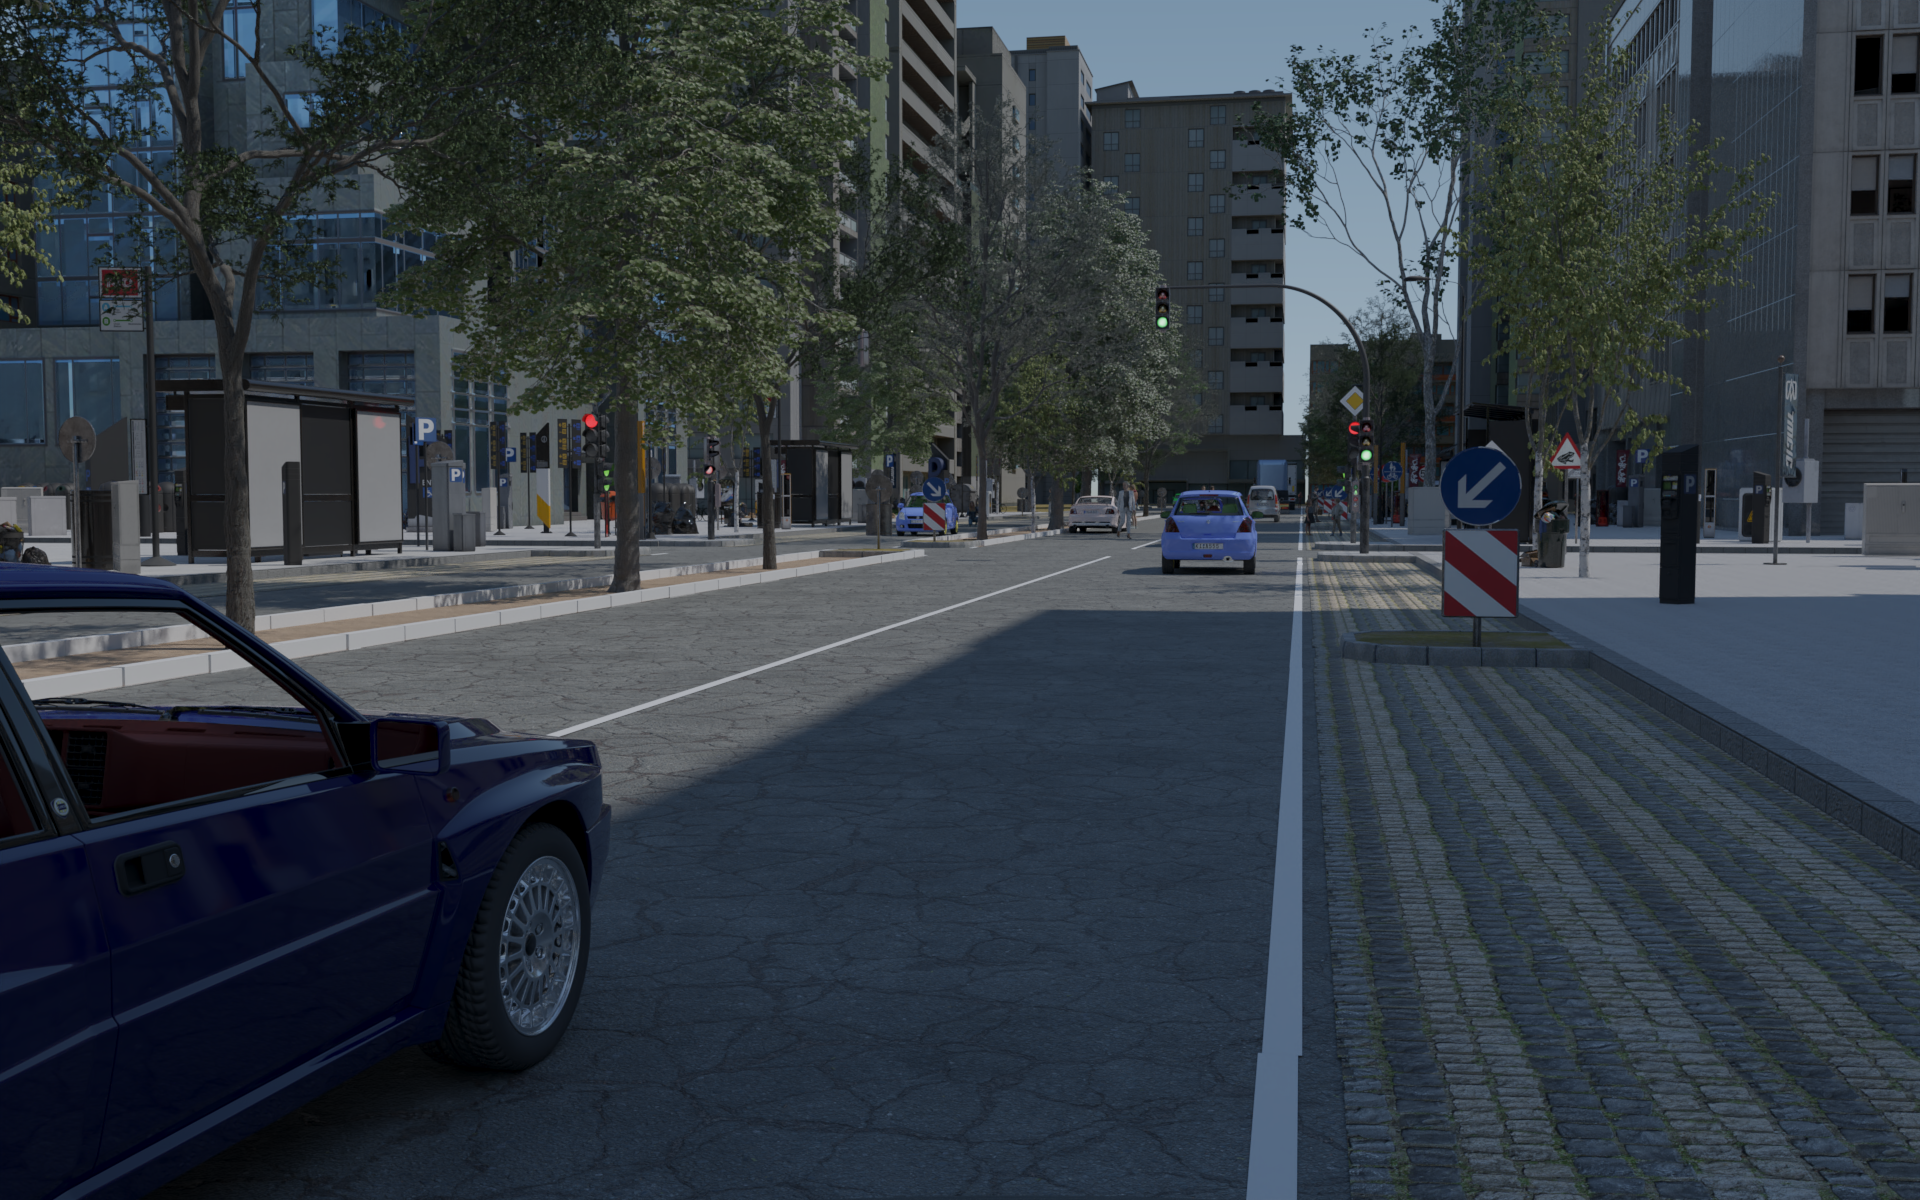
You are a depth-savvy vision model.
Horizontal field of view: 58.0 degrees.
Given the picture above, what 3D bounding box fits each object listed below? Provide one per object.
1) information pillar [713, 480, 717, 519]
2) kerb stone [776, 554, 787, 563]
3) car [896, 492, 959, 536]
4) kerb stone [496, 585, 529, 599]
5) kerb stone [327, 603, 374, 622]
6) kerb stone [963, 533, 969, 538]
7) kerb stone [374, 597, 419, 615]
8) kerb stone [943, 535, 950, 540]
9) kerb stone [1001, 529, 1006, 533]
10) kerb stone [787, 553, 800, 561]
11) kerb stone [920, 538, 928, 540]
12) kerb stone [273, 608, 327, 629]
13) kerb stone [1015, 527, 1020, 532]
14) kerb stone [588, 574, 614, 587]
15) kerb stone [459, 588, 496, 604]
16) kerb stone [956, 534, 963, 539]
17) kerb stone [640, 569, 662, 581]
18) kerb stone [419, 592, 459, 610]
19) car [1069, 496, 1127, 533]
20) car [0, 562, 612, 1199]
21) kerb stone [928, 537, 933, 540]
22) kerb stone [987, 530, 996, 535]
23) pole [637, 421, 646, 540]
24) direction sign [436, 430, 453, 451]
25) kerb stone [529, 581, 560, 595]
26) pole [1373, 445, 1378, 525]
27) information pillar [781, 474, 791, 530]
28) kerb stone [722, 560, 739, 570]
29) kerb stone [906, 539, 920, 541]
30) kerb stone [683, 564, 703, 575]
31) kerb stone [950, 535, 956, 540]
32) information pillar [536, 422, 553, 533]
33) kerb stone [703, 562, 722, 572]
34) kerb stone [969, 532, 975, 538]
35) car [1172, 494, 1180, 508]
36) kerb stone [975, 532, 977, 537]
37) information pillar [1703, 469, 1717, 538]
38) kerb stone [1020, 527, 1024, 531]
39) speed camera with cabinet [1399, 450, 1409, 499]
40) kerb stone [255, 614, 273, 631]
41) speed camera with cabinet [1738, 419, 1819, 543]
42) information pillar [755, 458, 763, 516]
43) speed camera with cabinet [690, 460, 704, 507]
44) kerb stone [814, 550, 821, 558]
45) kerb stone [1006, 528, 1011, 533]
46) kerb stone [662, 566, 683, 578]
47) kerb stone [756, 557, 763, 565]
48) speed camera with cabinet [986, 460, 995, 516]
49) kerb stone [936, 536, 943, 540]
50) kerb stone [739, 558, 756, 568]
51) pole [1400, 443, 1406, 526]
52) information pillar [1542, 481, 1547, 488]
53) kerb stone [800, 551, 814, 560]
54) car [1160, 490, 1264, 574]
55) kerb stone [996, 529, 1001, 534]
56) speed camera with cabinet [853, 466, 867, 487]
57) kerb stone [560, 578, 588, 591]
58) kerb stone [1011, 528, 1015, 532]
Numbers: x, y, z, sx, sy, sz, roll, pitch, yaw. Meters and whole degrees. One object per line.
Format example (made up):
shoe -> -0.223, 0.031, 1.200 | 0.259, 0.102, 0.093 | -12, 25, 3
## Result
information pillar -> -12.917, -5.276, 90.750 | 0.304, 2.012, 0.304 | -1, 4, -21
kerb stone -> -3.847, -0.829, 35.844 | 0.120, 0.150, 1.000 | 1, 4, 11
car -> -1.126, -3.083, 59.992 | 1.945, 1.707, 3.694 | 1, 4, 9
kerb stone -> -6.233, -0.098, 23.797 | 0.120, 0.150, 1.000 | 1, 4, 11
kerb stone -> -7.033, 0.148, 19.772 | 0.120, 0.150, 1.000 | 1, 4, 11
kerb stone -> 0.047, -2.038, 55.556 | 0.120, 0.150, 1.000 | 1, 4, 11
kerb stone -> -6.828, 0.093, 20.775 | 0.120, 0.150, 1.000 | 1, 4, 11
kerb stone -> -0.553, -1.855, 52.529 | 0.120, 0.150, 1.000 | 1, 4, 11
kerb stone -> 1.431, -2.470, 62.581 | 0.120, 0.150, 1.000 | 1, 4, 11
kerb stone -> -3.651, -0.896, 36.847 | 0.120, 0.150, 1.000 | 1, 4, 11
kerb stone -> -1.150, -1.671, 49.517 | 0.120, 0.150, 1.000 | 1, 4, 11
kerb stone -> -7.223, 0.211, 18.761 | 0.120, 0.150, 1.000 | 1, 4, 11
kerb stone -> 2.027, -2.655, 65.599 | 0.120, 0.150, 1.000 | 1, 4, 11
kerb stone -> -5.638, -0.275, 26.807 | 0.120, 0.150, 1.000 | 1, 4, 11
kerb stone -> -6.429, -0.037, 22.794 | 0.120, 0.150, 1.000 | 1, 4, 11
kerb stone -> -0.146, -1.979, 54.549 | 0.120, 0.150, 1.000 | 1, 4, 11
kerb stone -> -5.240, -0.405, 28.811 | 0.120, 0.150, 1.000 | 1, 4, 11
kerb stone -> -6.633, 0.025, 21.793 | 0.120, 0.150, 1.000 | 1, 4, 11
car -> 5.185, -3.199, 64.668 | 2.083, 1.381, 4.827 | 1, 4, 11
car -> -2.134, 0.564, 3.361 | 1.945, 1.354, 3.894 | 1, 4, 13
kerb stone -> -0.951, -1.727, 50.520 | 0.120, 0.150, 1.000 | 1, 4, 11
kerb stone -> 1.039, -2.347, 60.574 | 0.120, 0.150, 1.000 | 1, 4, 11
pole -> -8.882, -3.331, 48.313 | 0.158, 3.312, 0.155 | 0, 3, 0
direction sign -> -18.303, -4.241, 61.341 | 0.876, 3.537, 0.379 | 2, 4, 25
kerb stone -> -6.032, -0.156, 24.799 | 0.120, 0.150, 1.000 | 1, 4, 11
pole -> 17.402, -4.811, 72.499 | 0.158, 3.312, 0.155 | 0, 3, 0
information pillar -> -6.301, -3.559, 62.689 | 0.304, 2.012, 0.304 | -1, 4, -18
kerb stone -> -4.448, -0.651, 32.832 | 0.120, 0.150, 1.000 | 1, 4, 11
kerb stone -> -1.350, -1.606, 48.501 | 0.120, 0.150, 1.000 | 1, 4, 11
kerb stone -> -4.846, -0.527, 30.823 | 0.120, 0.150, 1.000 | 1, 4, 11
kerb stone -> -0.347, -1.912, 53.540 | 0.120, 0.150, 1.000 | 1, 4, 11
information pillar -> -13.594, -3.987, 56.542 | 0.504, 3.616, 0.183 | 1, 4, 22
kerb stone -> -4.641, -0.587, 31.828 | 0.120, 0.150, 1.000 | 1, 4, 11
kerb stone -> 0.247, -2.100, 56.559 | 0.120, 0.150, 1.000 | 1, 4, 11
car -> 23.499, -10.685, 183.491 | 1.959, 1.807, 4.718 | 1, 4, 10
kerb stone -> 0.439, -2.163, 57.563 | 0.120, 0.150, 1.000 | 1, 4, 11
information pillar -> 21.802, -2.805, 50.358 | 0.304, 2.012, 0.304 | 1, 4, 22
kerb stone -> 2.230, -2.713, 66.608 | 0.120, 0.150, 1.000 | 1, 4, 11
speed camera with cabinet -> 20.452, -5.035, 76.657 | 0.660, 3.252, 2.038 | -3, 5, -44
kerb stone -> -7.422, 0.271, 17.758 | 0.120, 0.150, 1.000 | 1, 4, 11
speed camera with cabinet -> 21.774, -3.166, 46.098 | 0.660, 3.252, 2.038 | -2, 4, -25
information pillar -> -11.451, -6.569, 98.757 | 0.504, 3.616, 0.183 | -1, 4, -14
speed camera with cabinet -> -15.642, -6.466, 100.054 | 0.660, 3.252, 2.038 | 2, 4, 31
kerb stone -> -3.252, -1.015, 38.856 | 0.120, 0.150, 1.000 | 1, 4, 11
kerb stone -> 1.641, -2.532, 63.591 | 0.120, 0.150, 1.000 | 1, 4, 11
kerb stone -> -5.046, -0.462, 29.818 | 0.120, 0.150, 1.000 | 1, 4, 11
kerb stone -> -4.050, -0.767, 34.840 | 0.120, 0.150, 1.000 | 1, 4, 11
speed camera with cabinet -> 1.581, -6.518, 100.904 | 0.660, 3.252, 2.038 | 1, 4, 11
kerb stone -> -0.751, -1.794, 51.524 | 0.120, 0.150, 1.000 | 1, 4, 11
kerb stone -> -4.246, -0.706, 33.834 | 0.120, 0.150, 1.000 | 1, 4, 11
pole -> 17.557, -4.576, 68.666 | 0.158, 3.312, 0.155 | 0, 3, 0
information pillar -> 33.663, -5.835, 99.896 | 0.304, 2.012, 0.304 | 1, 4, 14
kerb stone -> -3.452, -0.957, 37.854 | 0.120, 0.150, 1.000 | 1, 4, 11
car -> 4.677, -1.388, 32.279 | 1.945, 1.707, 3.694 | 1, 4, 10
kerb stone -> 1.237, -2.402, 61.577 | 0.120, 0.150, 1.000 | 1, 4, 11
speed camera with cabinet -> -6.077, -6.061, 93.434 | 2.038, 3.252, 0.660 | 0, 4, 2
kerb stone -> -5.833, -0.221, 25.802 | 0.120, 0.150, 1.000 | 1, 4, 11
kerb stone -> 1.832, -2.587, 64.596 | 0.120, 0.150, 1.000 | 1, 4, 11
